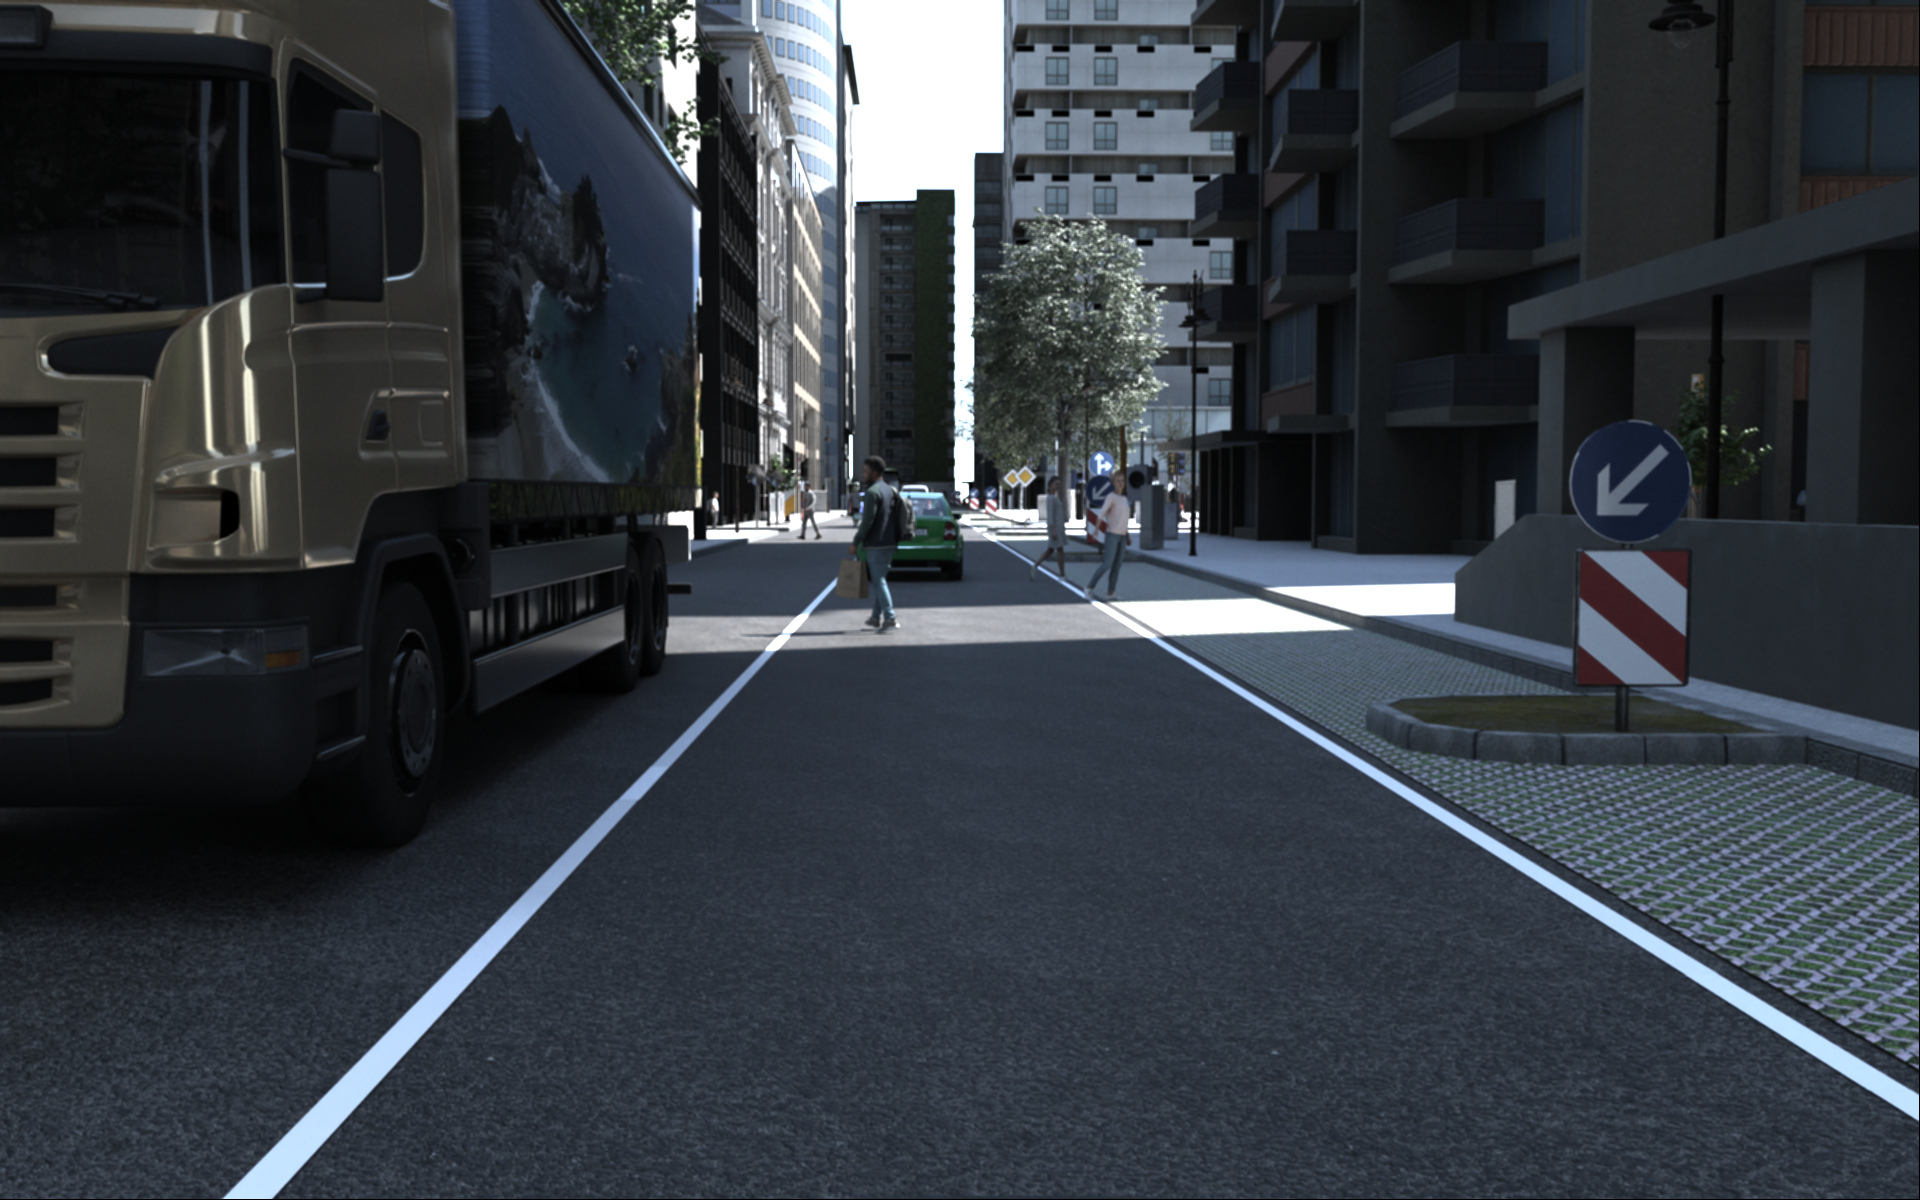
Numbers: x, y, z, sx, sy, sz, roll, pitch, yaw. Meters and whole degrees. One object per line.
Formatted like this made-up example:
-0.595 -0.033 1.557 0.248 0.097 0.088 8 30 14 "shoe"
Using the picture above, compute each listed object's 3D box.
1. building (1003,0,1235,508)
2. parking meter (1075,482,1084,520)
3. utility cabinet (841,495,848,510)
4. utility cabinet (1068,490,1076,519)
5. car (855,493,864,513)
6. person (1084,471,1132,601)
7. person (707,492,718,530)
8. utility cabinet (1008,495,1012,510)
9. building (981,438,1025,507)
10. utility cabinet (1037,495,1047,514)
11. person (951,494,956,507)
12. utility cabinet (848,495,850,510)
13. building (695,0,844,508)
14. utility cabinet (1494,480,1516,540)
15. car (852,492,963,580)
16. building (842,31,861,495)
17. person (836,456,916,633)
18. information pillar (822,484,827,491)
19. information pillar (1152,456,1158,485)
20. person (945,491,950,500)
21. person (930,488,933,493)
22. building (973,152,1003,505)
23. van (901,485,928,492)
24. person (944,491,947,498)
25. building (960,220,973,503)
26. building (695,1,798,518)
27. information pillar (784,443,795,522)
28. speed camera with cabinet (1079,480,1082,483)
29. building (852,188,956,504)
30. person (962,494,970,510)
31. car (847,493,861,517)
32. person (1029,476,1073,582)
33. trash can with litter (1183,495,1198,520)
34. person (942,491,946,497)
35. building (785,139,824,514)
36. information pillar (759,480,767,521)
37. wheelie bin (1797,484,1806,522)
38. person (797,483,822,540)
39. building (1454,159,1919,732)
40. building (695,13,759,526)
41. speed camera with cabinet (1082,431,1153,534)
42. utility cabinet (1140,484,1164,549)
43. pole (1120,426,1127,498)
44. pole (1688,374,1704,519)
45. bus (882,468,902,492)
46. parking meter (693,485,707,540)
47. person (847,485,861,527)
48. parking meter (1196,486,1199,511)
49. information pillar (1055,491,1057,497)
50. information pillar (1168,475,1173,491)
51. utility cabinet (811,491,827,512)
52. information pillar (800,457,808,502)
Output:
17.900 -34.789 158.035 28.713 52.752 27.495 0 4 -1 "building"
5.857 -4.829 84.666 0.399 1.863 0.255 3 4 38 "parking meter"
-9.488 -7.919 140.642 0.306 1.237 1.020 0 4 -1 "utility cabinet"
5.890 -4.912 88.998 0.318 1.500 1.173 2 4 32 "utility cabinet"
-5.239 -5.545 100.254 1.945 1.707 3.694 0 4 -3 "car"
1.923 -0.850 23.065 0.598 1.740 0.731 2 4 25 "person"
-8.811 -3.127 62.221 0.523 1.515 0.503 -3 4 -38 "person"
4.051 -7.962 141.343 0.306 1.237 1.020 0 4 0 "utility cabinet"
13.958 -53.422 186.113 22.319 86.520 31.000 0 4 -1 "building"
5.334 -6.021 109.609 0.306 1.237 1.020 -3 5 -41 "utility cabinet"
-0.572 -10.879 189.589 0.991 1.433 0.599 1 4 21 "person"
-9.103 -7.995 141.884 0.306 1.237 1.020 1 4 15 "utility cabinet"
-21.678 -37.529 155.592 21.231 58.520 28.212 0 4 -1 "building"
8.488 -1.122 27.028 0.318 1.500 1.173 1 4 18 "utility cabinet"
-0.909 -1.311 30.230 1.959 1.807 4.718 0 4 -3 "car"
-25.794 -37.520 202.687 27.495 52.752 28.713 0 4 -1 "building"
-0.885 -0.577 17.920 0.794 1.824 0.713 -3 5 -44 "person"
-10.070 -7.613 128.968 0.304 2.012 0.304 2 4 31 "information pillar"
12.122 -7.110 107.609 0.183 3.616 0.504 -3 4 -37 "information pillar"
-1.778 -12.698 216.092 1.348 1.826 0.705 1 4 19 "person"
-1.957 -6.648 117.224 0.581 1.822 0.654 0 4 7 "person"
8.576 -32.188 209.876 14.154 41.232 14.086 0 4 -1 "building"
-2.260 -4.828 85.956 2.013 2.044 4.112 0 4 -1 "van"
-1.944 -12.268 209.086 0.705 1.823 1.348 2 4 33 "person"
14.565 -35.703 238.376 28.867 44.769 22.147 0 4 -1 "building"
-16.572 -18.847 95.531 14.401 28.519 23.554 0 4 -1 "building"
-7.868 -5.405 79.723 0.504 3.616 0.183 -1 4 -9 "information pillar"
7.756 -7.467 116.422 2.038 3.252 0.660 -1 4 -21 "speed camera with cabinet"
-7.617 -33.662 233.960 14.086 41.232 14.154 0 4 -1 "building"
0.589 -8.761 154.929 0.799 1.438 0.628 0 4 1 "person"
-6.153 -6.266 111.481 2.155 1.783 4.494 0 4 -1 "car"
1.503 -1.164 28.274 0.760 1.731 0.466 -2 4 -26 "person"
11.827 -4.610 86.439 2.233 1.210 1.678 1 4 21 "trash can with litter"
-1.621 -9.425 163.046 0.568 1.767 0.683 -1 4 -19 "person"
-20.357 -19.585 124.730 19.350 26.468 34.151 0 4 -1 "building"
-9.371 -4.779 82.631 0.304 2.012 0.304 2 4 27 "information pillar"
14.506 -1.296 29.092 0.980 1.594 0.693 -1 4 -16 "wheelie bin"
-4.739 -2.798 54.526 0.850 1.792 0.678 -3 4 -38 "person"
21.258 -19.440 9.723 32.217 40.220 23.993 0 4 -1 "building"
-15.792 -15.068 76.045 12.332 23.373 15.834 0 4 -1 "building"
5.006 -3.677 54.462 2.038 3.252 0.660 2 4 26 "speed camera with cabinet"
4.454 -1.931 40.254 0.318 1.500 1.173 1 4 20 "utility cabinet"
4.906 -3.558 52.019 0.158 3.312 0.155 0 3 0 "pole"
12.535 -2.182 29.516 0.158 3.312 0.155 0 3 0 "pole"
-7.005 -10.659 165.823 2.896 3.916 12.252 0 4 -2 "bus"
-7.261 -2.442 48.337 0.372 1.533 0.369 0 3 0 "parking meter"
-4.593 -4.037 74.694 0.709 1.800 0.728 -1 4 -8 "person"
16.795 -7.082 121.502 0.399 1.863 0.255 -1 4 -10 "parking meter"
4.969 -5.207 89.627 0.304 2.012 0.304 3 5 44 "information pillar"
17.294 -9.238 142.391 0.183 3.616 0.504 3 5 41 "information pillar"
-9.640 -6.744 118.941 1.173 1.500 0.318 0 4 2 "utility cabinet"
-9.945 -7.295 110.627 0.504 3.616 0.183 -1 4 -20 "information pillar"
